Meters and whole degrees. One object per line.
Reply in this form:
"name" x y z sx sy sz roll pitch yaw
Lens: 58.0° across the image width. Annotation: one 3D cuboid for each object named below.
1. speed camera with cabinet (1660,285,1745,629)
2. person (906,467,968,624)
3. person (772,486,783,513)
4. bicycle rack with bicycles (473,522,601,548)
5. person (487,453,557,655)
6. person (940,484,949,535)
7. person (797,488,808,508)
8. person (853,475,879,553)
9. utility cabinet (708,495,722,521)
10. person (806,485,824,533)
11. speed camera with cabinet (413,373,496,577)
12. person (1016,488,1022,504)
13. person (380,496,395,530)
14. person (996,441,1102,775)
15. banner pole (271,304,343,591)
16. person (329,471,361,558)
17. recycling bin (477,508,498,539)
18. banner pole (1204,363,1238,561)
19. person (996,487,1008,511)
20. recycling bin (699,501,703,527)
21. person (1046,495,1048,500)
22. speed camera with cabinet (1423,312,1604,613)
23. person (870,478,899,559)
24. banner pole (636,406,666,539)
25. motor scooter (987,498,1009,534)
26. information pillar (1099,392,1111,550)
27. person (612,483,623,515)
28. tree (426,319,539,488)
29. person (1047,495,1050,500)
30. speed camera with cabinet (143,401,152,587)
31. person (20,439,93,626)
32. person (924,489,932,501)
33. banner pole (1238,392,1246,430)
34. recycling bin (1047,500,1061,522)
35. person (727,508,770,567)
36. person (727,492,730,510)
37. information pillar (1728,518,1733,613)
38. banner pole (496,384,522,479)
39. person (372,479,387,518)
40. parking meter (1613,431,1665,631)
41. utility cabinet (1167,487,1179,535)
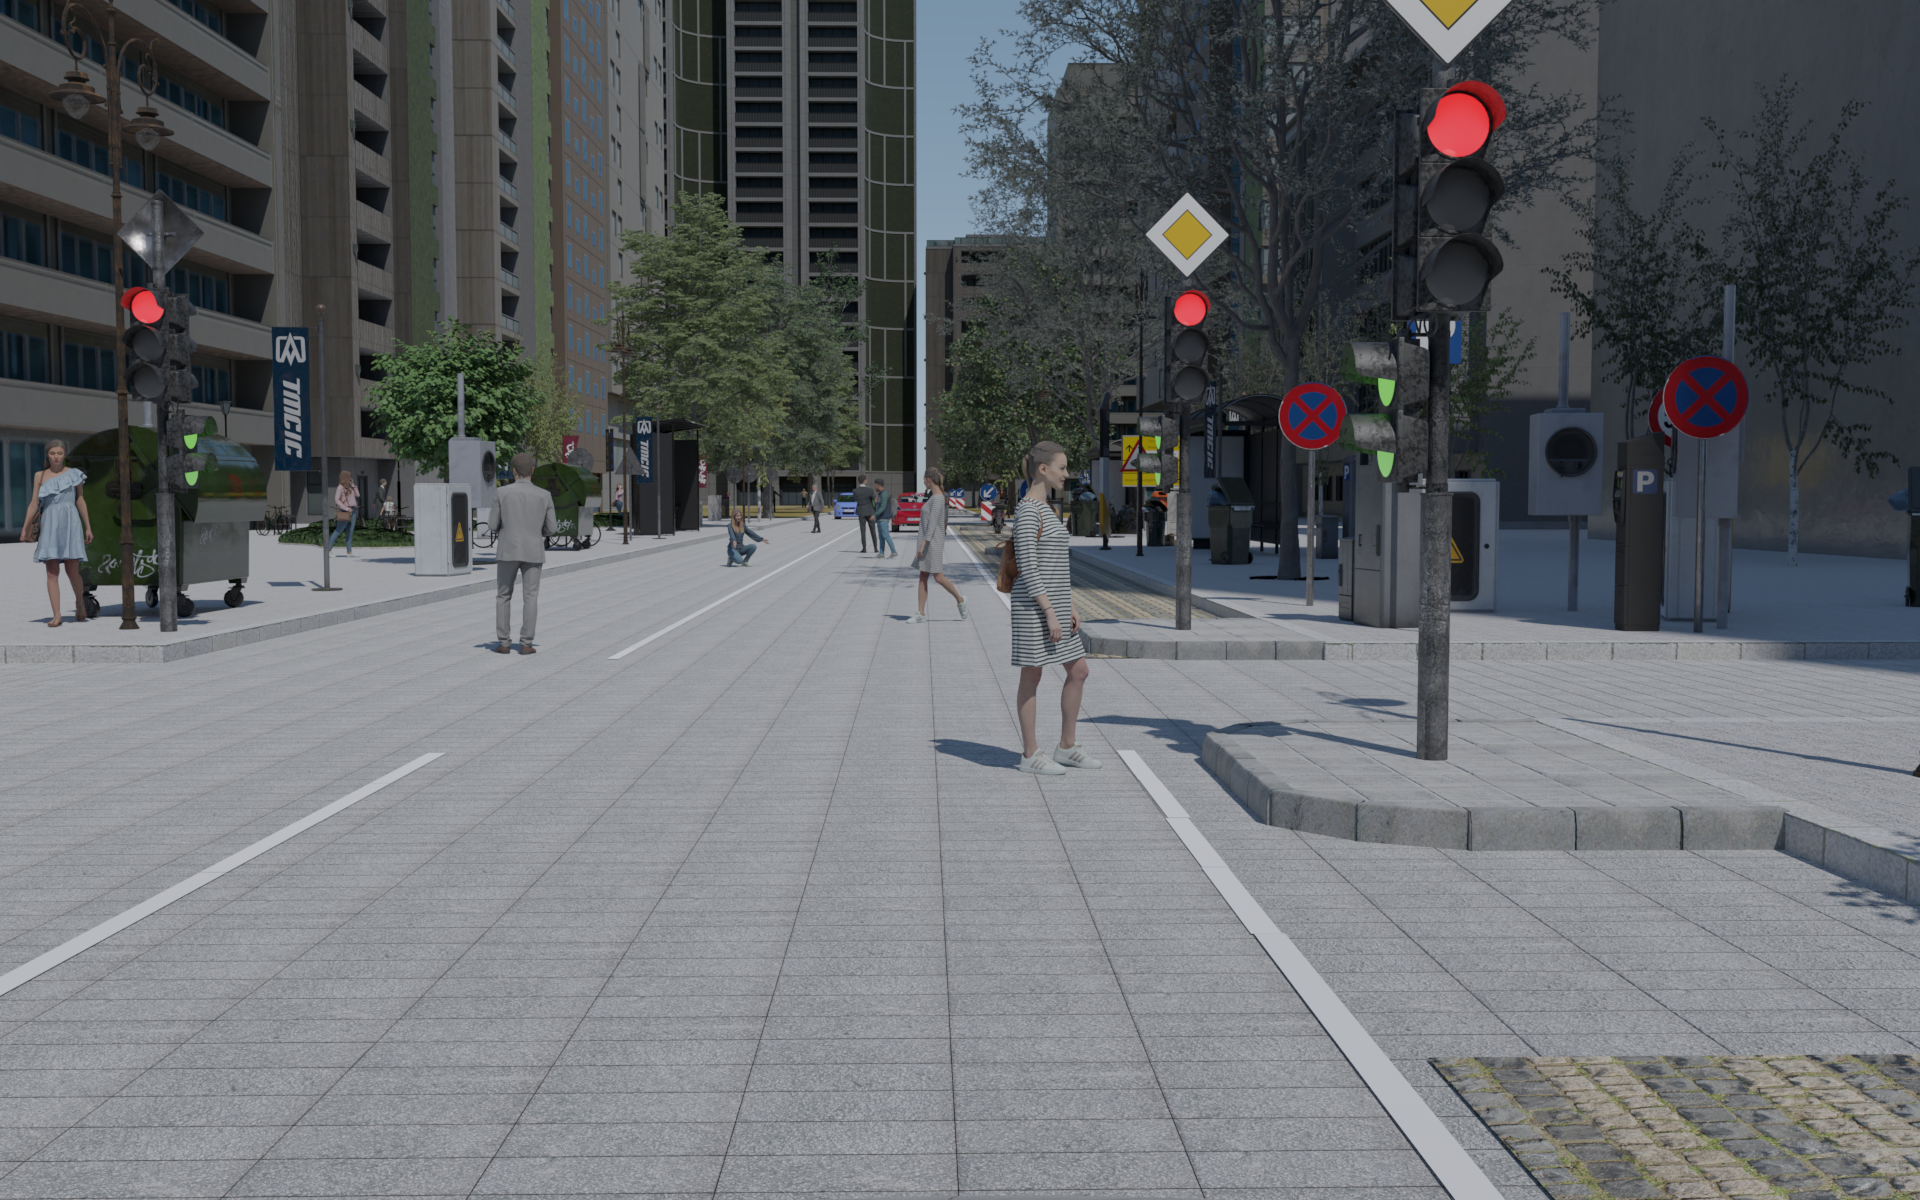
"speed camera with cabinet" 7.350 -1.400 17.226 0.660 3.252 2.038 1 4 19
"person" -0.271 -0.616 19.318 0.760 1.731 0.466 -3 4 -37
"person" -12.975 -6.962 120.001 1.348 1.807 0.705 0 4 -5
"bicycle rack with bicycles" -10.201 -1.759 42.146 2.925 0.926 2.852 0 4 -3
"person" -3.958 -0.422 15.598 0.606 1.804 0.583 -2 4 -24
"person" -0.695 -3.031 58.408 0.532 1.782 0.716 -2 4 -30
"person" -14.572 -9.520 161.697 1.348 1.823 0.705 0 4 6
"person" -2.299 -2.104 42.259 0.648 1.900 0.474 0 4 -5
"utility cabinet" -11.773 -4.398 83.072 0.306 1.237 1.020 1 4 15
"person" -5.347 -3.349 63.656 0.661 1.777 0.834 2 4 27
"speed camera with cabinet" -8.083 -2.046 27.790 0.660 3.252 2.038 0 4 7
"person" 4.811 -8.063 138.654 1.217 1.735 0.721 3 4 36
"person" -18.725 -2.792 56.714 0.505 1.210 0.382 -1 4 -11
"person" 0.430 0.037 8.893 0.522 1.701 0.512 1 4 19
"banner pole" -8.646 -2.011 22.889 0.863 3.779 0.401 -1 4 -9
"person" -12.458 -1.729 34.907 0.643 1.750 0.593 0 4 6
"recycling bin" -13.383 -2.255 49.423 0.722 1.027 0.722 -1 4 -9
"banner pole" 4.915 -2.661 33.522 0.401 3.779 0.863 -1 4 -20
"person" 2.946 -7.049 121.819 1.217 1.766 0.721 0 4 -5
"recycling bin" -10.531 -3.365 67.568 0.722 1.027 0.722 3 5 41
"person" 6.677 -8.075 137.931 0.709 1.838 0.599 1 4 11
"speed camera with cabinet" 5.874 -1.499 18.845 2.038 3.252 0.660 0 4 8
"person" -1.701 -1.793 38.162 0.721 1.781 0.623 -1 4 -19
"banner pole" -8.811 -3.626 49.297 0.863 3.779 0.401 0 4 -2
"motor scooter" 1.370 -3.038 62.442 0.815 1.314 1.986 0 4 -1
"information pillar" 3.308 -2.950 39.589 0.183 3.616 0.504 1 4 22
"person" -14.495 -4.108 73.803 0.593 1.750 0.643 3 5 43
"tree" -20.348 -7.422 71.717 4.737 8.622 4.395 0 3 0
"person" 8.661 -9.988 171.881 0.705 1.814 1.350 -2 4 -24
"speed camera with cabinet" -11.427 -1.858 24.715 0.660 3.252 2.038 0 4 0
"person" -8.841 -0.662 16.961 0.616 1.811 0.778 -1 4 -11
"person" -0.913 -2.861 54.641 0.474 1.900 0.648 0 4 1
"banner pole" 6.810 -3.211 42.521 0.401 3.779 0.863 3 5 44
"recycling bin" 3.676 -3.502 69.816 0.722 1.027 0.722 1 4 19
"person" -4.223 -1.230 34.104 1.012 1.151 0.738 -3 5 -40
"person" -18.554 -7.884 138.165 0.599 1.433 0.991 -2 4 -34
"information pillar" 8.187 -0.873 18.765 0.304 2.012 0.304 1 4 13
"banner pole" -9.139 -2.762 35.177 0.863 3.779 0.401 -3 5 -43
"person" -21.612 -3.611 64.864 0.755 1.850 0.659 -2 4 -24
"parking meter" 6.355 -0.644 16.246 0.399 1.863 0.255 0 4 1
"utility cabinet" 6.892 -2.691 52.672 1.173 1.500 0.318 0 4 5
